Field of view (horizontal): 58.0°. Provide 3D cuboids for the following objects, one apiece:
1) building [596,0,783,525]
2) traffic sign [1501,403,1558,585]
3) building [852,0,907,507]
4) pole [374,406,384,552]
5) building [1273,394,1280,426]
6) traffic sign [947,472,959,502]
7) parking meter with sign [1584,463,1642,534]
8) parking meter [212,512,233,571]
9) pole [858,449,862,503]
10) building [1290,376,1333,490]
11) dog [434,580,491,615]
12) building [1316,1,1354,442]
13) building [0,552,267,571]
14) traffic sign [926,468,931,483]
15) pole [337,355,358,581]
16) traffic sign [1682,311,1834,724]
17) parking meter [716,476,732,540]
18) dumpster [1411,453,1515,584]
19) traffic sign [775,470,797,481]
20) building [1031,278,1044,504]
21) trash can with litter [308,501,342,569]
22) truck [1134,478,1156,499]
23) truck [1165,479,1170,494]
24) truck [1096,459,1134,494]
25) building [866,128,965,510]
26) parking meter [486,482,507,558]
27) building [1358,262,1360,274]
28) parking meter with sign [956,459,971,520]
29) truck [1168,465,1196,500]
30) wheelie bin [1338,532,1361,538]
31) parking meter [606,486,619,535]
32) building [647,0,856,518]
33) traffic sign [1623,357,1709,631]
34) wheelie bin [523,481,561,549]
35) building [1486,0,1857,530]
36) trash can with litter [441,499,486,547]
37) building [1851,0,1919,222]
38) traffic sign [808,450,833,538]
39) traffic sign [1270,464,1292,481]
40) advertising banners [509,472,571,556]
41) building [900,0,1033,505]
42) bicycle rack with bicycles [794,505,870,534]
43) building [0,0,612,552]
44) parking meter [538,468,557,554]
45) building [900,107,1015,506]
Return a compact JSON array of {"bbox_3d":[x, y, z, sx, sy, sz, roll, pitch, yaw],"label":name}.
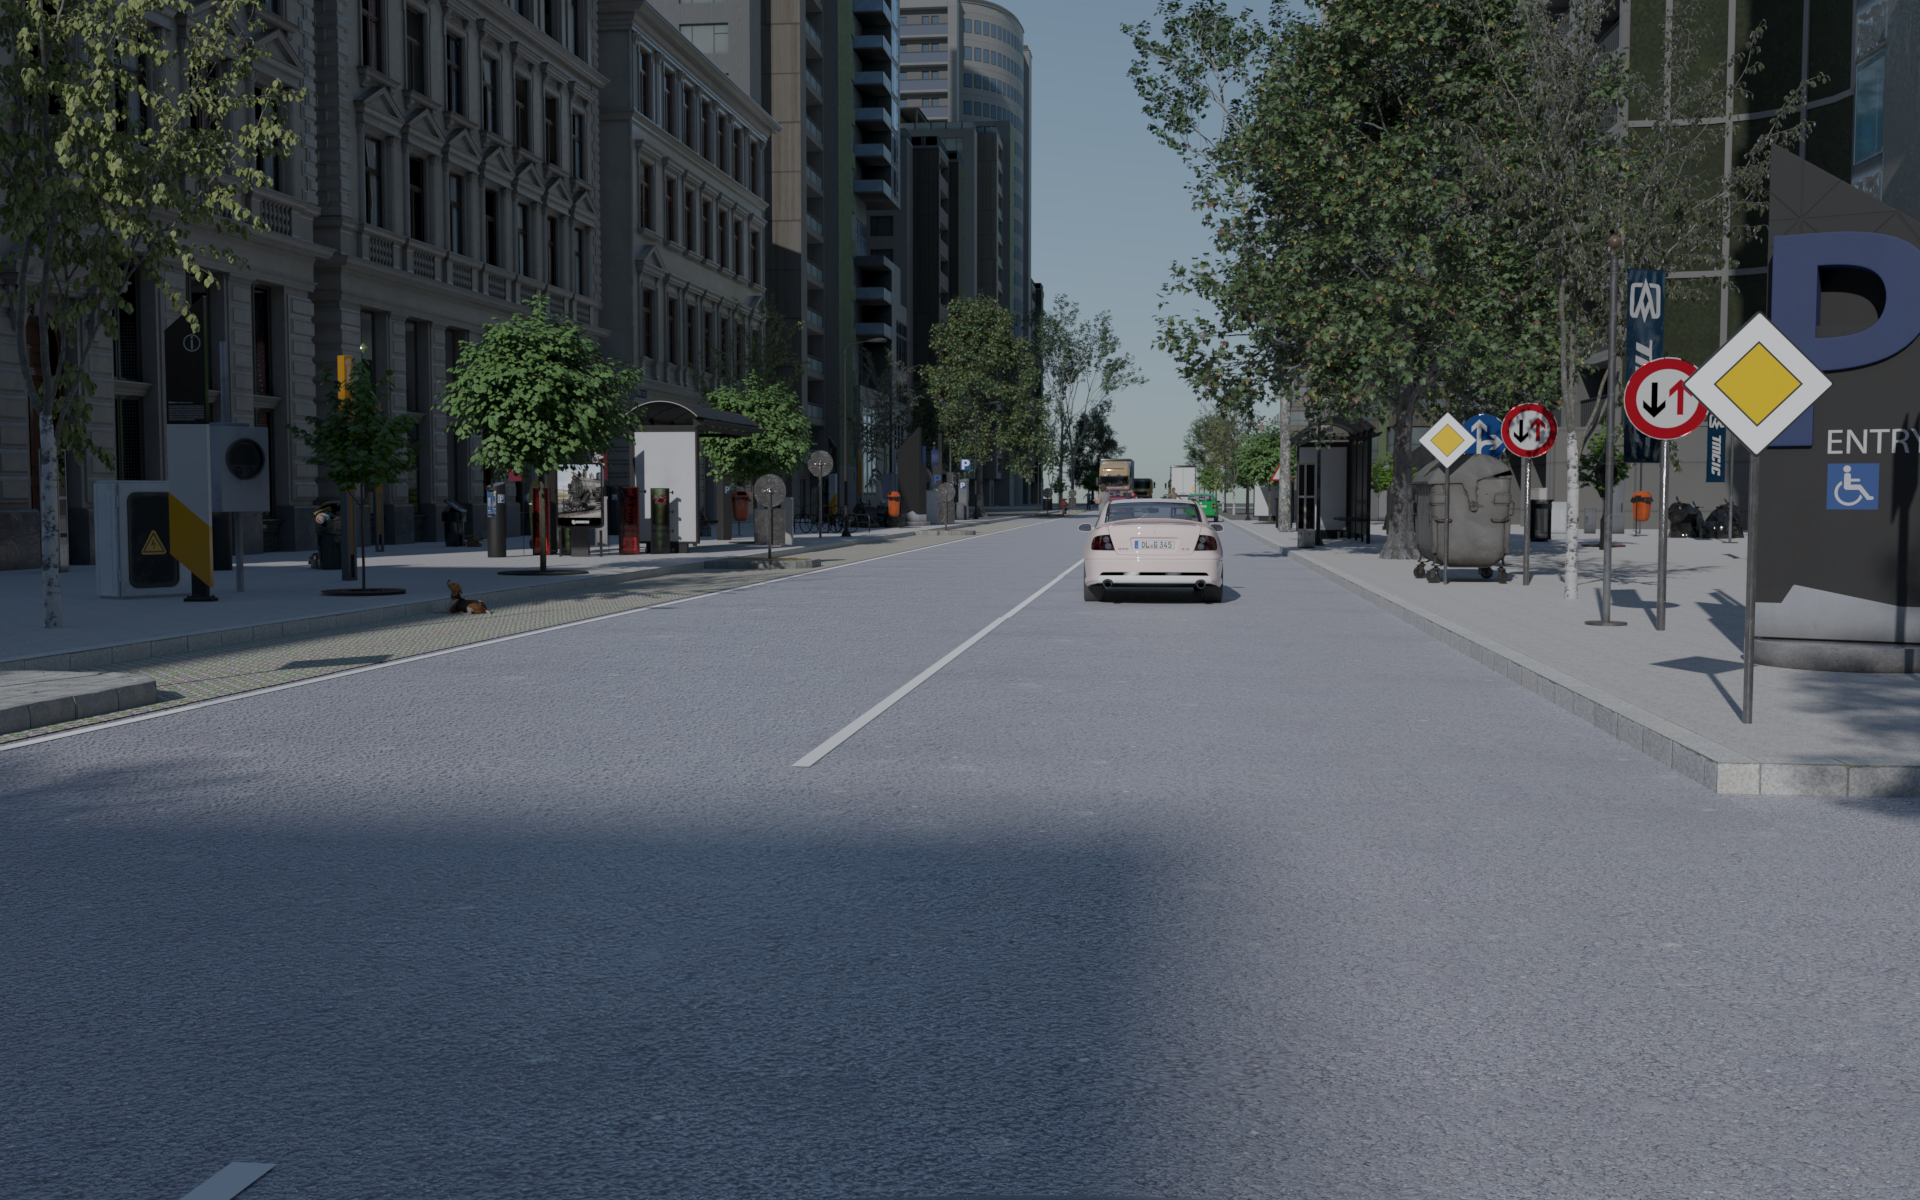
[{"bbox_3d":[-15.174,-14.330,70.456,11.583,22.565,21.152,0,4,7],"label":"building"},{"bbox_3d":[7.952,-1.477,24.261,0.768,2.556,0.104,1,4,9],"label":"traffic sign"},{"bbox_3d":[-15.082,-49.189,116.917,22.319,86.520,31.000,0,4,7],"label":"building"},{"bbox_3d":[-12.881,-2.722,38.348,0.158,3.312,0.155,0,3,0],"label":"pole"},{"bbox_3d":[52.388,-36.986,224.331,23.786,49.044,30.456,0,4,7],"label":"building"},{"bbox_3d":[-0.325,-4.795,80.532,0.606,2.300,0.079,1,4,12],"label":"traffic sign"},{"bbox_3d":[21.073,-3.645,55.855,1.738,3.016,0.543,1,4,15],"label":"parking meter with sign"},{"bbox_3d":[-12.432,-1.264,29.076,0.372,1.533,0.369,0,3,0],"label":"parking meter"},{"bbox_3d":[-4.511,-5.150,78.048,0.158,3.312,0.155,0,3,0],"label":"pole"},{"bbox_3d":[42.533,-30.855,188.080,14.154,41.232,14.086,0,4,7],"label":"building"},{"bbox_3d":[-5.899,-0.022,20.561,0.550,0.427,0.748,-2,4,-33],"label":"dog"},{"bbox_3d":[42.463,-33.335,134.262,28.713,52.752,27.495,0,4,7],"label":"building"},{"bbox_3d":[-20.484,-12.323,30.364,11.050,23.489,19.941,0,4,7],"label":"building"},{"bbox_3d":[-1.747,-5.018,82.150,0.768,2.556,0.104,1,4,9],"label":"traffic sign"},{"bbox_3d":[-9.056,-1.942,25.601,0.158,3.312,0.155,0,3,0],"label":"pole"},{"bbox_3d":[4.400,-0.366,9.623,0.795,2.450,0.064,0,4,7],"label":"traffic sign"},{"bbox_3d":[-6.546,-2.594,48.123,0.255,1.863,0.399,3,4,38],"label":"parking meter"},{"bbox_3d":[7.392,-1.206,25.482,1.264,1.857,1.865,0,4,7],"label":"dumpster"},{"bbox_3d":[-5.005,-2.980,48.732,0.884,2.594,0.081,1,4,15],"label":"traffic sign"},{"bbox_3d":[3.551,-27.944,228.588,14.160,30.474,14.107,0,4,7],"label":"building"},{"bbox_3d":[-10.872,-1.114,29.600,0.624,1.170,1.055,-3,5,-42],"label":"trash can with litter"},{"bbox_3d":[22.422,-13.308,213.501,3.469,3.379,9.791,0,4,7],"label":"truck"},{"bbox_3d":[28.698,-14.165,227.521,3.469,3.379,9.791,0,4,6],"label":"truck"},{"bbox_3d":[12.611,-9.205,139.407,2.839,4.237,11.283,0,4,8],"label":"truck"},{"bbox_3d":[-7.343,-22.548,140.359,14.160,30.474,14.107,0,4,7],"label":"building"},{"bbox_3d":[-9.373,-1.628,35.024,0.372,1.533,0.369,0,3,0],"label":"parking meter"},{"bbox_3d":[33.232,-20.998,115.010,14.160,30.474,14.107,0,4,7],"label":"building"},{"bbox_3d":[0.155,-5.453,85.417,0.543,3.016,1.738,1,4,9],"label":"parking meter with sign"},{"bbox_3d":[22.348,-11.326,174.097,2.839,4.237,11.283,0,4,7],"label":"truck"},{"bbox_3d":[11.442,-2.620,50.749,0.693,1.594,0.980,-2,4,-26],"label":"wheelie bin"},{"bbox_3d":[-10.805,-2.781,53.875,0.372,1.533,0.369,0,3,0],"label":"parking meter"},{"bbox_3d":[-13.917,-25.167,95.076,14.154,41.232,14.086,0,4,7],"label":"building"},{"bbox_3d":[6.593,-0.985,16.217,0.768,2.556,0.104,1,4,13],"label":"traffic sign"},{"bbox_3d":[-9.686,-1.986,40.383,0.980,1.594,0.693,0,4,3],"label":"wheelie bin"},{"bbox_3d":[32.250,-38.299,64.440,20.563,71.187,20.611,0,4,7],"label":"building"},{"bbox_3d":[-12.079,-1.885,42.204,1.055,1.170,0.624,1,4,10],"label":"trash can with litter"},{"bbox_3d":[30.427,-24.767,24.545,30.456,49.044,23.786,0,4,7],"label":"building"},{"bbox_3d":[-4.070,-3.075,50.390,0.768,2.556,0.104,1,4,10],"label":"traffic sign"},{"bbox_3d":[12.840,-4.236,69.264,0.884,2.594,0.081,1,4,12],"label":"traffic sign"},{"bbox_3d":[-8.736,-2.447,36.196,2.074,3.025,0.090,2,4,28],"label":"advertising banners"},{"bbox_3d":[-3.097,-40.669,206.929,21.231,58.520,28.212,0,4,7],"label":"building"},{"bbox_3d":[-4.239,-2.686,57.303,2.852,0.926,2.925,-3,5,-43],"label":"bicycle rack with bicycles"},{"bbox_3d":[-18.163,-13.532,50.133,11.050,23.489,19.941,0,4,7],"label":"building"},{"bbox_3d":[-8.821,-1.916,37.041,0.255,1.863,0.399,-3,5,-40],"label":"parking meter"},{"bbox_3d":[-1.815,-30.672,185.077,14.154,41.232,14.086,0,4,7],"label":"building"}]
